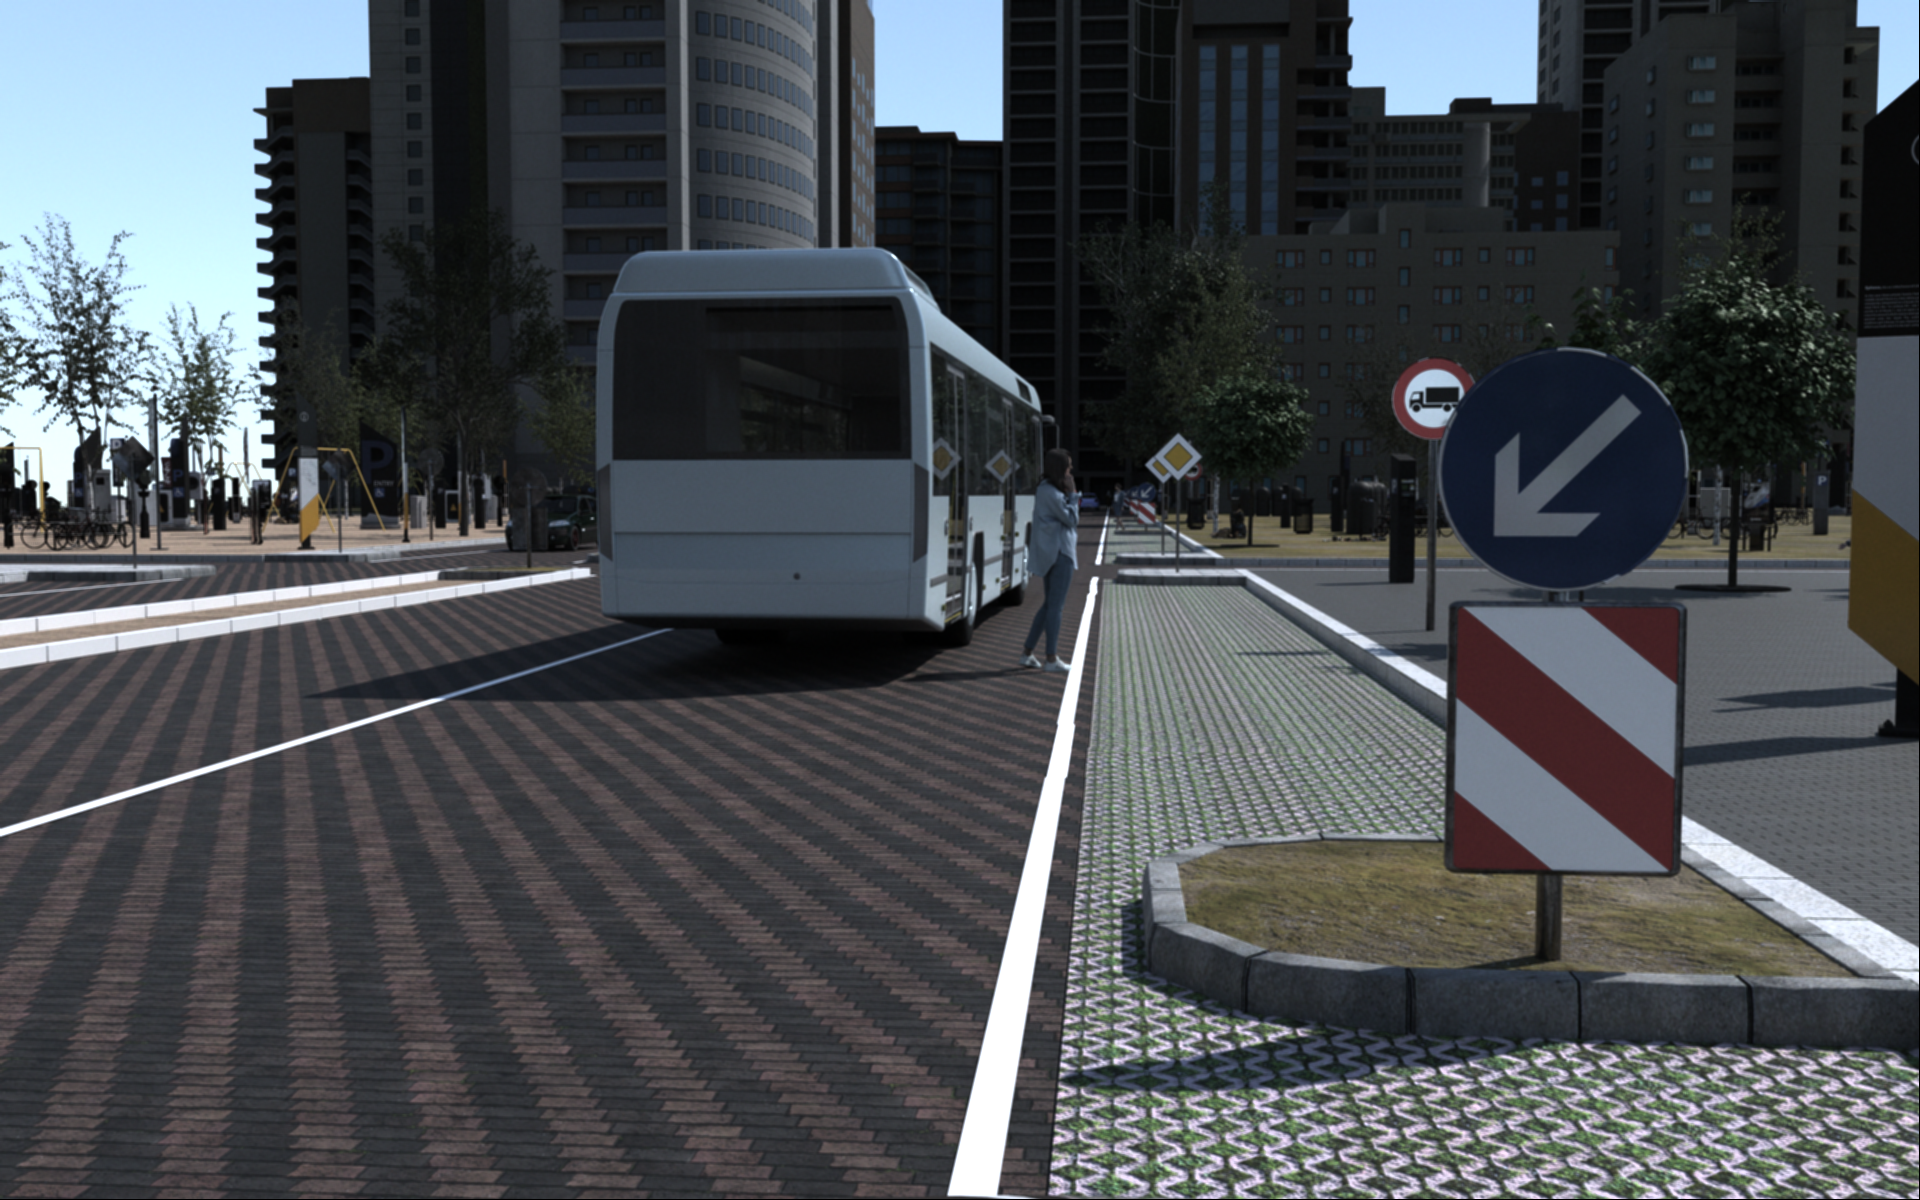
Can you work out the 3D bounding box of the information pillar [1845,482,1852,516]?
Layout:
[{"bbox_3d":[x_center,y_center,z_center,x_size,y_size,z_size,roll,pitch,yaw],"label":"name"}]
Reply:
[{"bbox_3d":[52.611,-5.992,102.468,0.304,2.012,0.304,-3,5,-43],"label":"information pillar"}]

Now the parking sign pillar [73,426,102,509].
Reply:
[{"bbox_3d":[-34.358,-4.879,68.241,1.447,3.967,1.447,0,4,5],"label":"parking sign pillar"}]

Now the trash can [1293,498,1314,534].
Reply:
[{"bbox_3d":[11.069,-2.702,55.833,0.748,1.137,0.748,0,3,0],"label":"trash can"}]

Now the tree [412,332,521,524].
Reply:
[{"bbox_3d":[-20.653,-7.491,72.841,4.360,8.622,3.978,0,3,0],"label":"tree"}]

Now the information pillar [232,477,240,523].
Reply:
[{"bbox_3d":[-31.797,-4.378,76.069,0.304,2.012,0.304,-1,4,-21],"label":"information pillar"}]

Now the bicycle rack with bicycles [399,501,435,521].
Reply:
[{"bbox_3d":[-25.973,-4.289,83.505,2.925,0.926,2.852,-2,4,-24],"label":"bicycle rack with bicycles"}]

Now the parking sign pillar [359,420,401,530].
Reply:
[{"bbox_3d":[-21.168,-4.566,63.121,1.447,3.967,1.447,-1,4,-16],"label":"parking sign pillar"}]

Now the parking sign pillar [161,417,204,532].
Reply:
[{"bbox_3d":[-26.950,-4.368,59.882,1.447,3.967,1.447,-1,4,-17],"label":"parking sign pillar"}]

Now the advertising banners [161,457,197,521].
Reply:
[{"bbox_3d":[-36.547,-5.219,81.513,2.074,3.025,0.090,0,4,1],"label":"advertising banners"}]

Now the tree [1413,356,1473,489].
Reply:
[{"bbox_3d":[25.779,-8.690,92.447,4.737,8.622,4.395,0,3,0],"label":"tree"}]

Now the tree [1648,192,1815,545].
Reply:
[{"bbox_3d":[19.217,-5.693,43.443,4.737,8.622,4.395,0,3,0],"label":"tree"}]

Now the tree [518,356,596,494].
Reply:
[{"bbox_3d":[-20.059,-8.356,86.983,4.737,8.622,4.395,0,3,0],"label":"tree"}]

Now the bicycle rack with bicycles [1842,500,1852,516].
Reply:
[{"bbox_3d":[52.085,-5.279,99.698,2.852,0.926,2.925,3,5,42],"label":"bicycle rack with bicycles"}]

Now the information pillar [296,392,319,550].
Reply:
[{"bbox_3d":[-15.068,-2.975,40.001,0.183,3.616,0.504,2,4,35],"label":"information pillar"}]

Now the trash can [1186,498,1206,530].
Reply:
[{"bbox_3d":[8.550,-3.127,62.773,0.748,1.137,0.748,0,3,0],"label":"trash can"}]

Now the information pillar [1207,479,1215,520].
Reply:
[{"bbox_3d":[12.616,-5.047,87.017,0.304,2.012,0.304,-3,4,-36],"label":"information pillar"}]

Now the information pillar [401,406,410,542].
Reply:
[{"bbox_3d":[-14.708,-3.337,45.908,0.183,3.616,0.504,-1,4,-22],"label":"information pillar"}]

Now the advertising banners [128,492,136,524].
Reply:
[{"bbox_3d":[-34.818,-4.711,73.217,0.090,3.025,2.074,-1,4,-9],"label":"advertising banners"}]

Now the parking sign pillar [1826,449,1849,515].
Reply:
[{"bbox_3d":[52.991,-7.103,104.602,1.447,3.967,1.447,-1,4,-21],"label":"parking sign pillar"}]

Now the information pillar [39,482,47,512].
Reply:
[{"bbox_3d":[-54.093,-5.976,102.191,0.304,2.012,0.304,-1,4,-15],"label":"information pillar"}]

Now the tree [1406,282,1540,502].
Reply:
[{"bbox_3d":[18.077,-6.671,59.439,4.360,8.622,3.978,0,3,0],"label":"tree"}]

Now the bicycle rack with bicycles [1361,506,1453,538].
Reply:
[{"bbox_3d":[13.370,-2.352,51.834,2.925,0.926,2.852,0,4,-4],"label":"bicycle rack with bicycles"}]

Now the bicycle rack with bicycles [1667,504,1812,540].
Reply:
[{"bbox_3d":[22.087,-2.215,49.593,2.852,0.926,2.925,-2,4,-32],"label":"bicycle rack with bicycles"}]

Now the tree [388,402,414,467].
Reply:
[{"bbox_3d":[-31.766,-9.308,102.548,4.360,8.622,3.978,0,3,0],"label":"tree"}]

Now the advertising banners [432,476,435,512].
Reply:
[{"bbox_3d":[-32.665,-6.872,108.549,2.074,3.025,0.090,3,5,41],"label":"advertising banners"}]

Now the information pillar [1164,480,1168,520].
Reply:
[{"bbox_3d":[10.337,-5.071,87.406,0.304,2.012,0.304,0,4,3],"label":"information pillar"}]

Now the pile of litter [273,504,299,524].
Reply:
[{"bbox_3d":[-28.910,-3.682,74.171,1.176,0.858,1.719,0,4,6],"label":"pile of litter"}]

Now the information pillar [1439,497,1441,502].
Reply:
[{"bbox_3d":[23.997,-5.780,85.864,0.504,3.616,0.183,2,4,27],"label":"information pillar"}]

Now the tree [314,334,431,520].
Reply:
[{"bbox_3d":[-25.817,-7.855,78.796,4.737,8.622,4.395,0,3,0],"label":"tree"}]

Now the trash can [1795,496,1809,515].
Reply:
[{"bbox_3d":[51.320,-5.745,105.581,0.748,1.137,0.748,0,3,0],"label":"trash can"}]

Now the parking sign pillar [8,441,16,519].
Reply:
[{"bbox_3d":[-48.907,-6.101,88.225,1.447,3.967,1.447,-3,4,-38],"label":"parking sign pillar"}]

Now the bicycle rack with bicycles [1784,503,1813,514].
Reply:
[{"bbox_3d":[33.995,-3.586,72.015,2.925,0.926,2.852,1,4,22],"label":"bicycle rack with bicycles"}]

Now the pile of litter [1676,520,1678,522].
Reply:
[{"bbox_3d":[32.476,-3.944,78.457,1.176,0.858,1.719,-1,4,-14],"label":"pile of litter"}]

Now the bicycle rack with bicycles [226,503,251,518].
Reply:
[{"bbox_3d":[-39.044,-4.956,94.419,2.925,0.926,2.852,-3,5,-41],"label":"bicycle rack with bicycles"}]

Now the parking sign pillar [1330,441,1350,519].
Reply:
[{"bbox_3d":[19.802,-6.162,89.220,1.447,3.967,1.447,1,4,10],"label":"parking sign pillar"}]

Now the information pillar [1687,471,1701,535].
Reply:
[{"bbox_3d":[23.000,-3.045,54.283,0.304,2.012,0.304,2,4,35],"label":"information pillar"}]

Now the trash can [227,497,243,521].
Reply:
[{"bbox_3d":[-34.627,-4.348,82.737,0.748,1.137,0.748,0,3,0],"label":"trash can"}]

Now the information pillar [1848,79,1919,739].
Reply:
[{"bbox_3d":[4.981,-1.085,9.092,0.504,3.616,0.183,2,4,26],"label":"information pillar"}]

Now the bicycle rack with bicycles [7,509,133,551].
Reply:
[{"bbox_3d":[-20.807,-1.676,40.786,2.852,0.926,2.925,2,4,30],"label":"bicycle rack with bicycles"}]

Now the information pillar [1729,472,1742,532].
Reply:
[{"bbox_3d":[25.701,-3.234,57.372,0.304,2.012,0.304,1,4,10],"label":"information pillar"}]

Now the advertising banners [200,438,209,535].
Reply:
[{"bbox_3d":[-23.822,-3.572,54.592,0.090,3.025,2.074,-1,4,-19],"label":"advertising banners"}]

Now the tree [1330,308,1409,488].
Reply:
[{"bbox_3d":[16.951,-7.282,69.420,4.360,8.622,3.978,0,3,0],"label":"tree"}]

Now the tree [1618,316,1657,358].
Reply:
[{"bbox_3d":[27.716,-7.343,70.415,4.360,8.622,3.978,0,3,0],"label":"tree"}]

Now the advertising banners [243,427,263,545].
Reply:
[{"bbox_3d":[-18.197,-2.958,44.550,0.090,3.025,2.074,-2,4,-32],"label":"advertising banners"}]

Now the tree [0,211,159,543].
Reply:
[{"bbox_3d":[-22.856,-5.796,45.130,4.360,8.622,3.978,0,3,0],"label":"tree"}]

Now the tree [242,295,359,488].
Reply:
[{"bbox_3d":[-24.049,-6.935,63.753,4.360,8.622,3.978,0,3,0],"label":"tree"}]

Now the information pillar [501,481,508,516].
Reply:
[{"bbox_3d":[-26.588,-5.906,101.063,0.304,2.012,0.304,1,4,15],"label":"information pillar"}]

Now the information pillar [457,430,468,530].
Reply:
[{"bbox_3d":[-17.787,-4.317,61.934,0.504,3.616,0.183,3,4,39],"label":"information pillar"}]

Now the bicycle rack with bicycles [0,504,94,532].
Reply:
[{"bbox_3d":[-34.296,-3.148,64.852,2.925,0.926,2.852,-1,4,-21],"label":"bicycle rack with bicycles"}]

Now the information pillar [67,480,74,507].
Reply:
[{"bbox_3d":[-46.782,-5.302,91.172,0.304,2.012,0.304,-3,5,-42],"label":"information pillar"}]

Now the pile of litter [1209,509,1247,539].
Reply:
[{"bbox_3d":[7.797,-2.220,50.269,1.176,0.858,1.719,2,4,28],"label":"pile of litter"}]
